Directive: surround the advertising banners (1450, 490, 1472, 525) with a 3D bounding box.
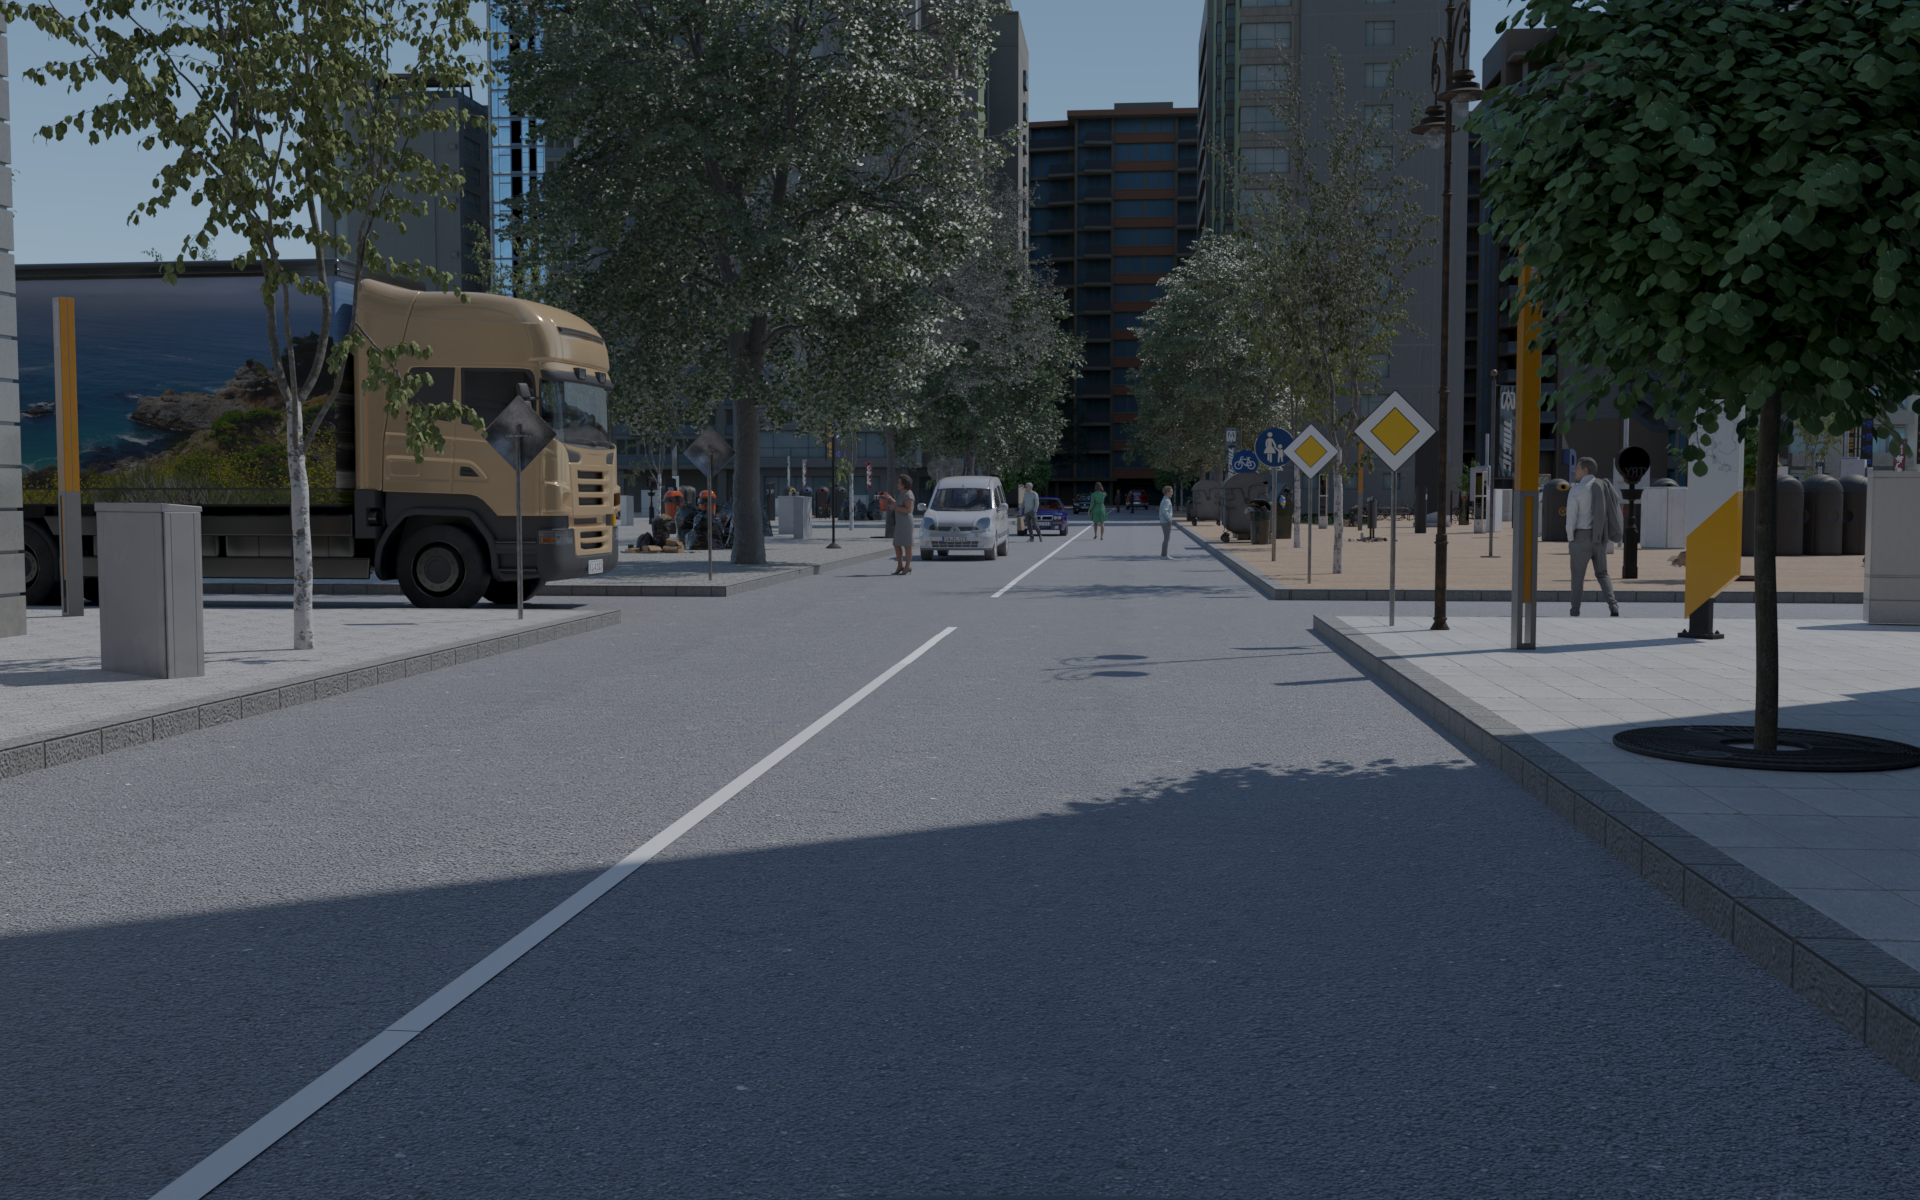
[{"bbox_3d":[20.027,-4.583,71.113,2.074,3.025,0.090,-1,4,-9],"label":"advertising banners"}]

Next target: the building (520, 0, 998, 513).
[{"bbox_3d":[-13.294,-26.665,127.856,32.217,40.220,23.993,0,4,6],"label":"building"}]

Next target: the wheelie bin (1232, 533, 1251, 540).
[{"bbox_3d":[8.317,-2.630,50.912,0.980,1.594,0.693,-1,4,-11],"label":"wheelie bin"}]

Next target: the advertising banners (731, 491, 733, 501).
[{"bbox_3d":[-9.470,-4.725,73.443,0.090,3.025,2.074,0,4,4],"label":"advertising banners"}]

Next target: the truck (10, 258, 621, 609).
[{"bbox_3d":[-9.442,-2.029,22.092,11.283,4.237,2.839,0,4,7],"label":"truck"}]

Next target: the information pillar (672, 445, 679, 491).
[{"bbox_3d":[-13.040,-5.387,79.438,0.183,3.616,0.504,-3,4,-38],"label":"information pillar"}]

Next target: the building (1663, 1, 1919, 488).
[{"bbox_3d":[78.630,-32.673,153.812,30.456,49.044,23.786,0,4,6],"label":"building"}]

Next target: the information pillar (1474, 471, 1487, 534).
[{"bbox_3d":[16.861,-3.157,56.104,0.304,2.012,0.304,3,5,41],"label":"information pillar"}]

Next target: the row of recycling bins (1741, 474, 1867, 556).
[{"bbox_3d":[17.572,-1.781,36.235,3.534,1.692,1.069,-1,4,-14],"label":"row of recycling bins"}]

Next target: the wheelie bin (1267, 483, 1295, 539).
[{"bbox_3d":[9.187,-2.556,49.698,0.693,1.594,0.980,-1,4,-18],"label":"wheelie bin"}]

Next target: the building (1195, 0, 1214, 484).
[{"bbox_3d":[32.816,-32.724,158.745,21.300,48.544,21.600,0,4,6],"label":"building"}]

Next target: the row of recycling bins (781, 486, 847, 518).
[{"bbox_3d":[-7.828,-5.241,92.800,3.534,1.692,1.069,-1,4,-10],"label":"row of recycling bins"}]

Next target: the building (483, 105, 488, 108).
[{"bbox_3d":[-54.525,-33.610,199.642,14.200,45.320,14.600,0,4,6],"label":"building"}]

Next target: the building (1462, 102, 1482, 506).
[{"bbox_3d":[62.983,-32.884,192.283,28.867,44.769,22.147,0,4,6],"label":"building"}]

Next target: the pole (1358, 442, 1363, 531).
[{"bbox_3d":[14.056,-4.093,60.769,0.158,3.312,0.155,0,3,0],"label":"pole"}]

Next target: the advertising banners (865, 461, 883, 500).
[{"bbox_3d":[-4.303,-5.896,92.580,2.074,3.025,0.090,-3,5,-44],"label":"advertising banners"}]

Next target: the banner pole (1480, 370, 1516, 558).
[{"bbox_3d":[10.953,-2.754,35.047,0.863,3.779,0.401,-2,4,-25],"label":"banner pole"}]

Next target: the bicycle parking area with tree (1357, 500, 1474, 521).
[{"bbox_3d":[23.187,-6.017,85.385,9.016,4.147,8.231,2,4,25],"label":"bicycle parking area with tree"}]

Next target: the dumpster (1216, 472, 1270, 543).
[{"bbox_3d":[7.574,-2.466,46.082,1.264,1.857,1.865,0,4,6],"label":"dumpster"}]

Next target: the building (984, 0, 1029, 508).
[{"bbox_3d":[-4.692,-33.024,163.636,21.600,48.544,21.300,0,4,6],"label":"building"}]

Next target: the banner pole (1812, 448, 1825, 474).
[{"bbox_3d":[46.061,-6.306,93.127,0.401,3.779,0.863,-3,5,-42],"label":"banner pole"}]

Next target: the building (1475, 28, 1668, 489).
[{"bbox_3d":[56.932,-31.266,161.313,14.200,45.320,14.600,0,4,6],"label":"building"}]

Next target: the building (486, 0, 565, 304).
[{"bbox_3d":[-30.982,-52.062,163.886,31.000,86.520,22.319,0,4,6],"label":"building"}]

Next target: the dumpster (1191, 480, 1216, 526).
[{"bbox_3d":[10.008,-3.936,70.105,1.264,1.857,1.865,0,4,6],"label":"dumpster"}]

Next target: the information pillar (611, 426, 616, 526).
[{"bbox_3d":[-7.784,-2.900,38.766,0.183,3.616,0.504,0,4,-5],"label":"information pillar"}]

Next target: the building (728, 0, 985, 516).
[{"bbox_3d":[-6.005,-25.957,107.997,14.154,41.232,14.086,0,4,6],"label":"building"}]

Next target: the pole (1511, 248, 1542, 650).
[{"bbox_3d":[4.664,-1.248,14.242,0.158,3.312,0.155,0,3,0],"label":"pole"}]

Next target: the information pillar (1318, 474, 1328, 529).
[{"bbox_3d":[13.409,-3.635,63.926,0.304,2.012,0.304,1,4,19],"label":"information pillar"}]

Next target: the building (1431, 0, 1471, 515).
[{"bbox_3d":[24.911,-26.279,113.257,14.154,41.232,14.086,0,4,6],"label":"building"}]

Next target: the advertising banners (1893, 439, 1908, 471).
[{"bbox_3d":[29.548,-3.638,55.663,0.090,3.025,2.074,-1,4,-18],"label":"advertising banners"}]

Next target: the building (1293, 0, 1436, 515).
[{"bbox_3d":[26.133,-27.136,127.265,14.154,41.232,14.086,0,4,6],"label":"building"}]

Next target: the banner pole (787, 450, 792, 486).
[{"bbox_3d":[-9.696,-6.637,98.529,0.401,3.779,0.863,-1,4,-22],"label":"banner pole"}]

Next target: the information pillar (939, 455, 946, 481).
[{"bbox_3d":[-0.923,-6.131,91.600,0.183,3.616,0.504,3,4,39],"label":"information pillar"}]

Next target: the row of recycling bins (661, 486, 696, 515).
[{"bbox_3d":[-13.846,-4.769,85.082,1.069,1.692,3.534,1,4,13],"label":"row of recycling bins"}]

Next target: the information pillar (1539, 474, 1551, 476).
[{"bbox_3d":[21.572,-3.637,63.956,0.304,2.012,0.304,-1,4,-10],"label":"information pillar"}]

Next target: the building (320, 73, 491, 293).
[{"bbox_3d":[-53.413,-29.846,171.571,14.086,41.232,14.154,0,4,6],"label":"building"}]

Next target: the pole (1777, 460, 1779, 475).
[{"bbox_3d":[23.044,-3.375,49.025,0.158,3.312,0.155,0,3,0],"label":"pole"}]

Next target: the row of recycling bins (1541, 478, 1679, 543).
[{"bbox_3d":[17.363,-2.395,46.270,3.534,1.692,1.069,2,4,29],"label":"row of recycling bins"}]

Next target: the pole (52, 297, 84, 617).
[{"bbox_3d":[-9.314,-1.483,18.085,0.158,3.312,0.155,0,3,0],"label":"pole"}]

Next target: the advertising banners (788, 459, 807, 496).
[{"bbox_3d":[-8.178,-5.571,87.273,0.090,3.025,2.074,-2,4,-32],"label":"advertising banners"}]

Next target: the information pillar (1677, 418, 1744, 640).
[{"bbox_3d":[6.645,-1.461,15.247,0.183,3.616,0.504,-3,4,-36],"label":"information pillar"}]

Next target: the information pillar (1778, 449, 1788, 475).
[{"bbox_3d":[24.633,-3.710,52.005,0.504,3.616,0.183,-1,4,-11],"label":"information pillar"}]

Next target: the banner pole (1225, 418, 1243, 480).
[{"bbox_3d":[9.052,-4.103,57.093,0.863,3.779,0.401,-2,4,-30],"label":"banner pole"}]

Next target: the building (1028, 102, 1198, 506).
[{"bbox_3d":[19.991,-33.154,196.690,28.867,44.769,22.147,0,4,6],"label":"building"}]

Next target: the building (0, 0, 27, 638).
[{"bbox_3d":[-23.685,-14.281,10.989,29.804,29.767,11.434,0,4,6],"label":"building"}]
